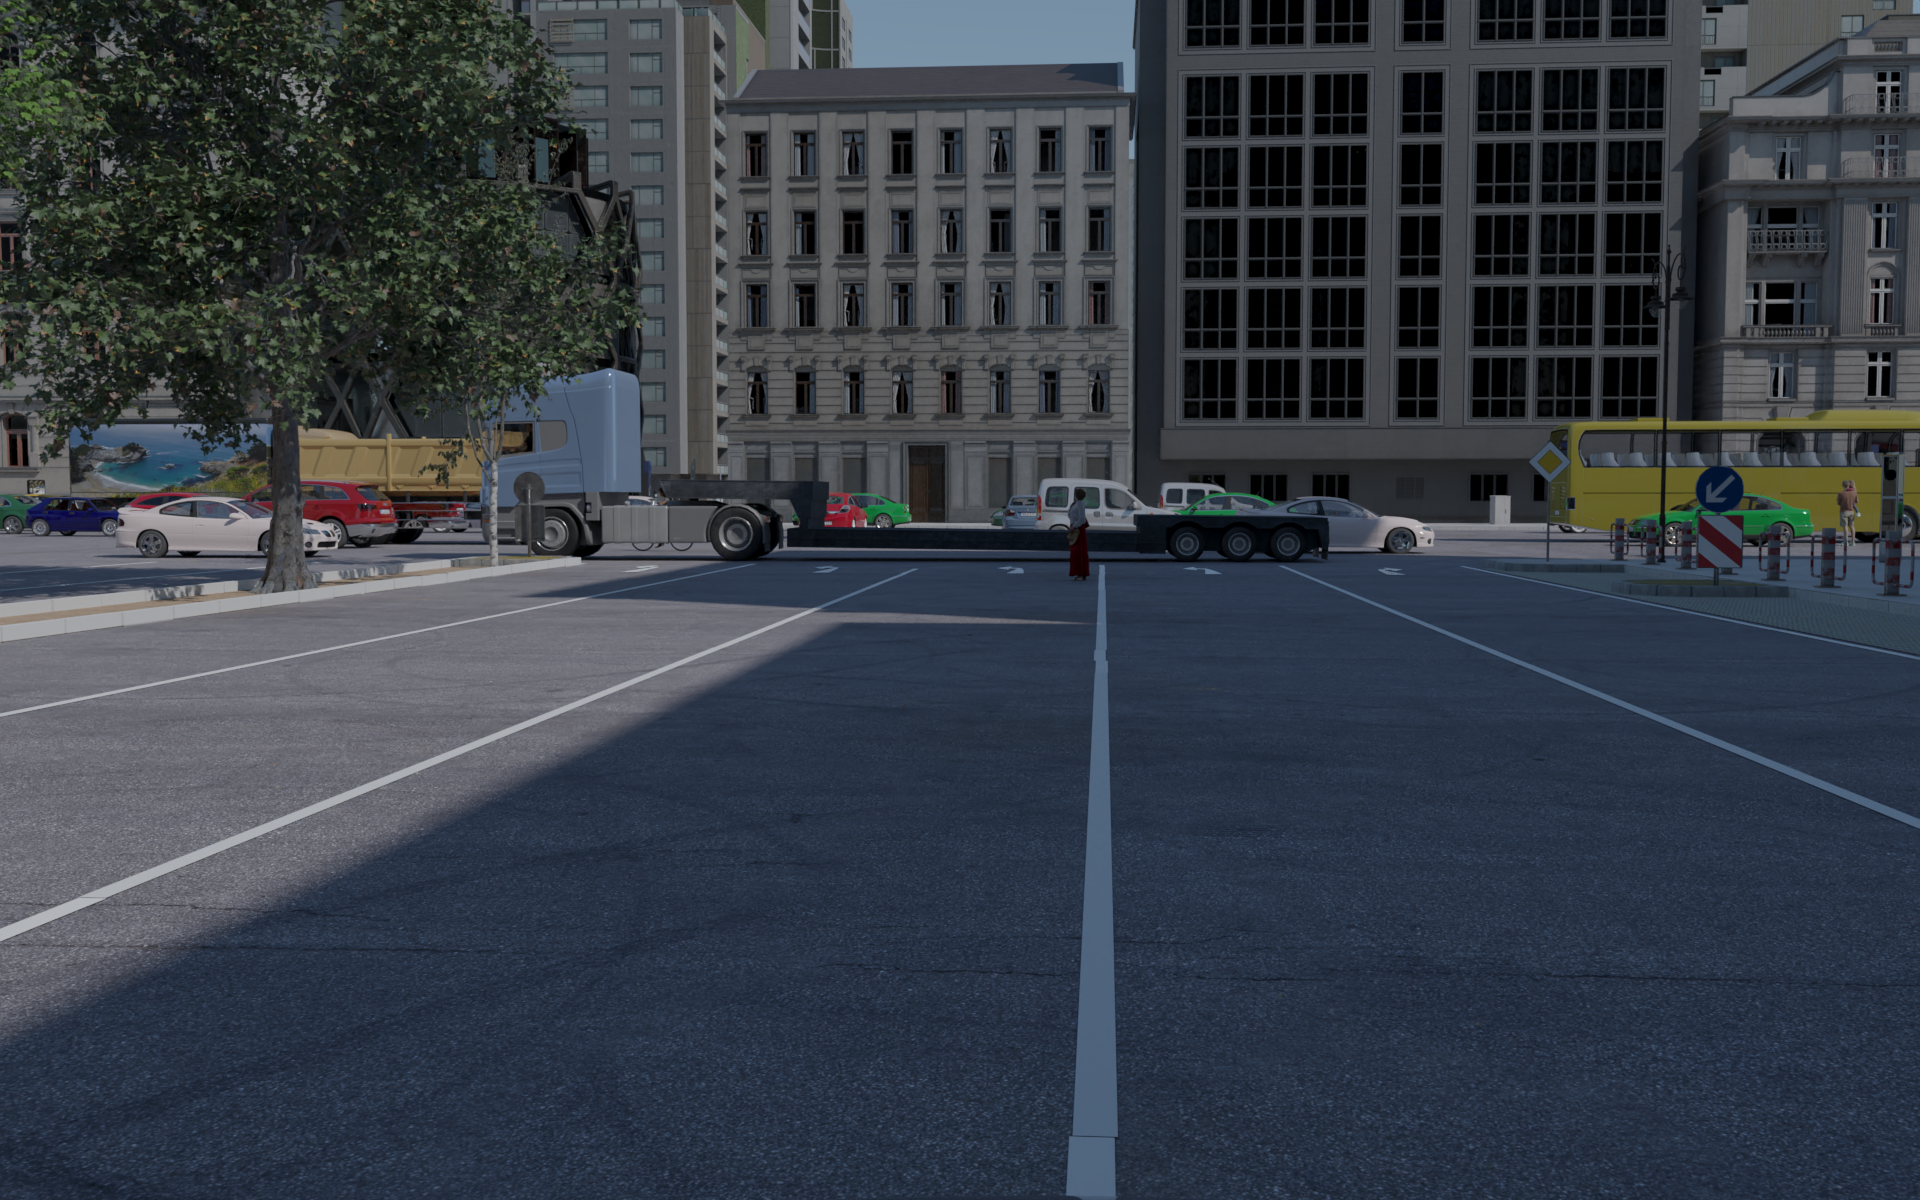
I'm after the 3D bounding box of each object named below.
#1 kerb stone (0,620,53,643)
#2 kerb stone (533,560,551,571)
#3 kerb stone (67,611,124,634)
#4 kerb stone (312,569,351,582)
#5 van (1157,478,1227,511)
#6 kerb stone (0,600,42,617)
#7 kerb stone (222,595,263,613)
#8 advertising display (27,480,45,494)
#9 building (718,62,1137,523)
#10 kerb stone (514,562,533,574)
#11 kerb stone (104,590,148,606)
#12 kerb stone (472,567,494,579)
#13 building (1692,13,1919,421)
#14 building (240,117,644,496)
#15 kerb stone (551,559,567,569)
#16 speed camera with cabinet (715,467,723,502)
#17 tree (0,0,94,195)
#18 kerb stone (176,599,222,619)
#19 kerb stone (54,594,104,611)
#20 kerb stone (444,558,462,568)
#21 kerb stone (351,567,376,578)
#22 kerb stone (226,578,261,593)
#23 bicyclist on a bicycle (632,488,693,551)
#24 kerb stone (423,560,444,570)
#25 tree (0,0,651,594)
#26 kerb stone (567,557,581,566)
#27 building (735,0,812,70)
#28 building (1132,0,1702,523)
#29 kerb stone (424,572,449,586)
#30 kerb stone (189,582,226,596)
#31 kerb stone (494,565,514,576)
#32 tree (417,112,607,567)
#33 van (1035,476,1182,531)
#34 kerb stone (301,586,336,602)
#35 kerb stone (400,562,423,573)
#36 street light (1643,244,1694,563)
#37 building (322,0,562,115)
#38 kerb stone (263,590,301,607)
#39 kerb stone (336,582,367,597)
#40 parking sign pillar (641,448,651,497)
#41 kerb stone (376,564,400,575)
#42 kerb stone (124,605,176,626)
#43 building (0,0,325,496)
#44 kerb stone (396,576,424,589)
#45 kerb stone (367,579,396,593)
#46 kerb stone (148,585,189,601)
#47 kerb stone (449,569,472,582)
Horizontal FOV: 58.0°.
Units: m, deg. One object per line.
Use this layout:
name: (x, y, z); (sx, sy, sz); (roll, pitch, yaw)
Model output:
kerb stone: (-9.260, 0.304, 17.221); (0.120, 0.150, 1.000); (0, 4, 5)
kerb stone: (-7.980, -0.638, 32.634); (0.120, 0.150, 1.000); (0, 4, 5)
kerb stone: (-9.175, 0.242, 18.245); (0.120, 0.150, 1.000); (0, 4, 5)
kerb stone: (-10.414, -0.397, 28.693); (0.120, 0.150, 1.000); (0, 4, 5)
van: (9.310, -3.485, 63.993); (4.112, 2.044, 2.013); (0, 4, 4)
kerb stone: (-11.095, 0.106, 20.461); (0.120, 0.150, 1.000); (0, 4, 5)
kerb stone: (-8.919, 0.052, 21.341); (0.120, 0.150, 1.000); (0, 4, 5)
advertising display: (-41.300, -4.419, 77.465); (0.123, 1.923, 0.974); (1, 4, 13)
building: (-1.100, -14.146, 80.444); (18.267, 20.994, 9.793); (0, 4, 5)
kerb stone: (-8.062, -0.576, 31.610); (0.120, 0.150, 1.000); (0, 4, 5)
kerb stone: (-10.930, -0.016, 22.521); (0.120, 0.150, 1.000); (0, 4, 5)
kerb stone: (-8.237, -0.450, 29.557); (0.120, 0.150, 1.000); (0, 4, 5)
building: (43.961, -14.396, 77.168); (24.055, 21.916, 13.314); (0, 4, 5)
building: (-23.973, -13.282, 84.608); (16.811, 18.784, 16.820); (0, 4, 5)
kerb stone: (-7.896, -0.702, 33.665); (0.120, 0.150, 1.000); (0, 4, 5)
speed camera with cabinet: (-17.424, -7.984, 124.880); (0.660, 3.252, 2.038); (0, 4, -6)
tree: (-10.549, -5.221, 13.575); (9.928, 11.665, 9.643); (0, 3, 0)
kerb stone: (-9.003, 0.119, 20.313); (0.120, 0.150, 1.000); (0, 4, 5)
kerb stone: (-11.003, 0.043, 21.494); (0.120, 0.150, 1.000); (0, 4, 5)
kerb stone: (-9.990, -0.711, 33.822); (0.120, 0.150, 1.000); (0, 4, 5)
kerb stone: (-10.327, -0.459, 29.718); (0.120, 0.150, 1.000); (0, 4, 5)
kerb stone: (-10.669, -0.208, 25.603); (0.120, 0.150, 1.000); (0, 4, 5)
bicyclist on a bicycle: (-7.462, -2.038, 43.342); (1.625, 1.676, 1.499); (0, 4, 4)
kerb stone: (-10.077, -0.642, 32.791); (0.120, 0.150, 1.000); (0, 4, 5)
tree: (-9.709, -6.441, 24.783); (9.611, 12.733, 9.660); (0, 3, 0)
kerb stone: (-7.804, -0.758, 34.699); (0.120, 0.150, 1.000); (0, 4, 5)
building: (-29.965, -39.053, 180.522); (28.212, 58.520, 21.231); (0, 4, 5)
building: (20.132, -17.551, 80.472); (24.014, 27.812, 14.314); (0, 4, 5)
kerb stone: (-8.401, -0.319, 27.508); (0.120, 0.150, 1.000); (0, 4, 5)
kerb stone: (-10.759, -0.145, 24.572); (0.120, 0.150, 1.000); (0, 4, 5)
kerb stone: (-8.151, -0.513, 30.583); (0.120, 0.150, 1.000); (0, 4, 5)
tree: (-8.896, -4.907, 33.054); (4.360, 8.622, 3.978); (0, 3, 0)
van: (4.018, -2.384, 45.983); (4.112, 2.044, 2.013); (0, 4, 5)
kerb stone: (-8.741, -0.070, 23.392); (0.120, 0.150, 1.000); (0, 4, 5)
kerb stone: (-10.155, -0.585, 31.766); (0.120, 0.150, 1.000); (0, 4, 5)
street light: (13.127, -3.636, 32.233); (0.468, 5.910, 1.993); (0, 4, 5)
building: (-58.127, -39.161, 182.283); (28.212, 58.520, 21.231); (0, 4, 5)
kerb stone: (-8.837, -0.009, 22.369); (0.120, 0.150, 1.000); (0, 4, 5)
kerb stone: (-8.663, -0.133, 24.423); (0.120, 0.150, 1.000); (0, 4, 5)
parking sign pillar: (-18.431, -6.922, 101.640); (1.447, 3.967, 1.447); (0, 4, -3)
kerb stone: (-10.243, -0.523, 30.742); (0.120, 0.150, 1.000); (0, 4, 5)
kerb stone: (-9.083, 0.181, 19.275); (0.120, 0.150, 1.000); (0, 4, 5)
building: (-44.118, -18.239, 85.596); (23.554, 28.519, 14.401); (0, 4, 5)
kerb stone: (-8.491, -0.262, 26.484); (0.120, 0.150, 1.000); (0, 4, 5)
kerb stone: (-8.581, -0.199, 25.447); (0.120, 0.150, 1.000); (0, 4, 5)
kerb stone: (-10.839, -0.082, 23.545); (0.120, 0.150, 1.000); (0, 4, 5)
kerb stone: (-8.317, -0.388, 28.532); (0.120, 0.150, 1.000); (0, 4, 5)
